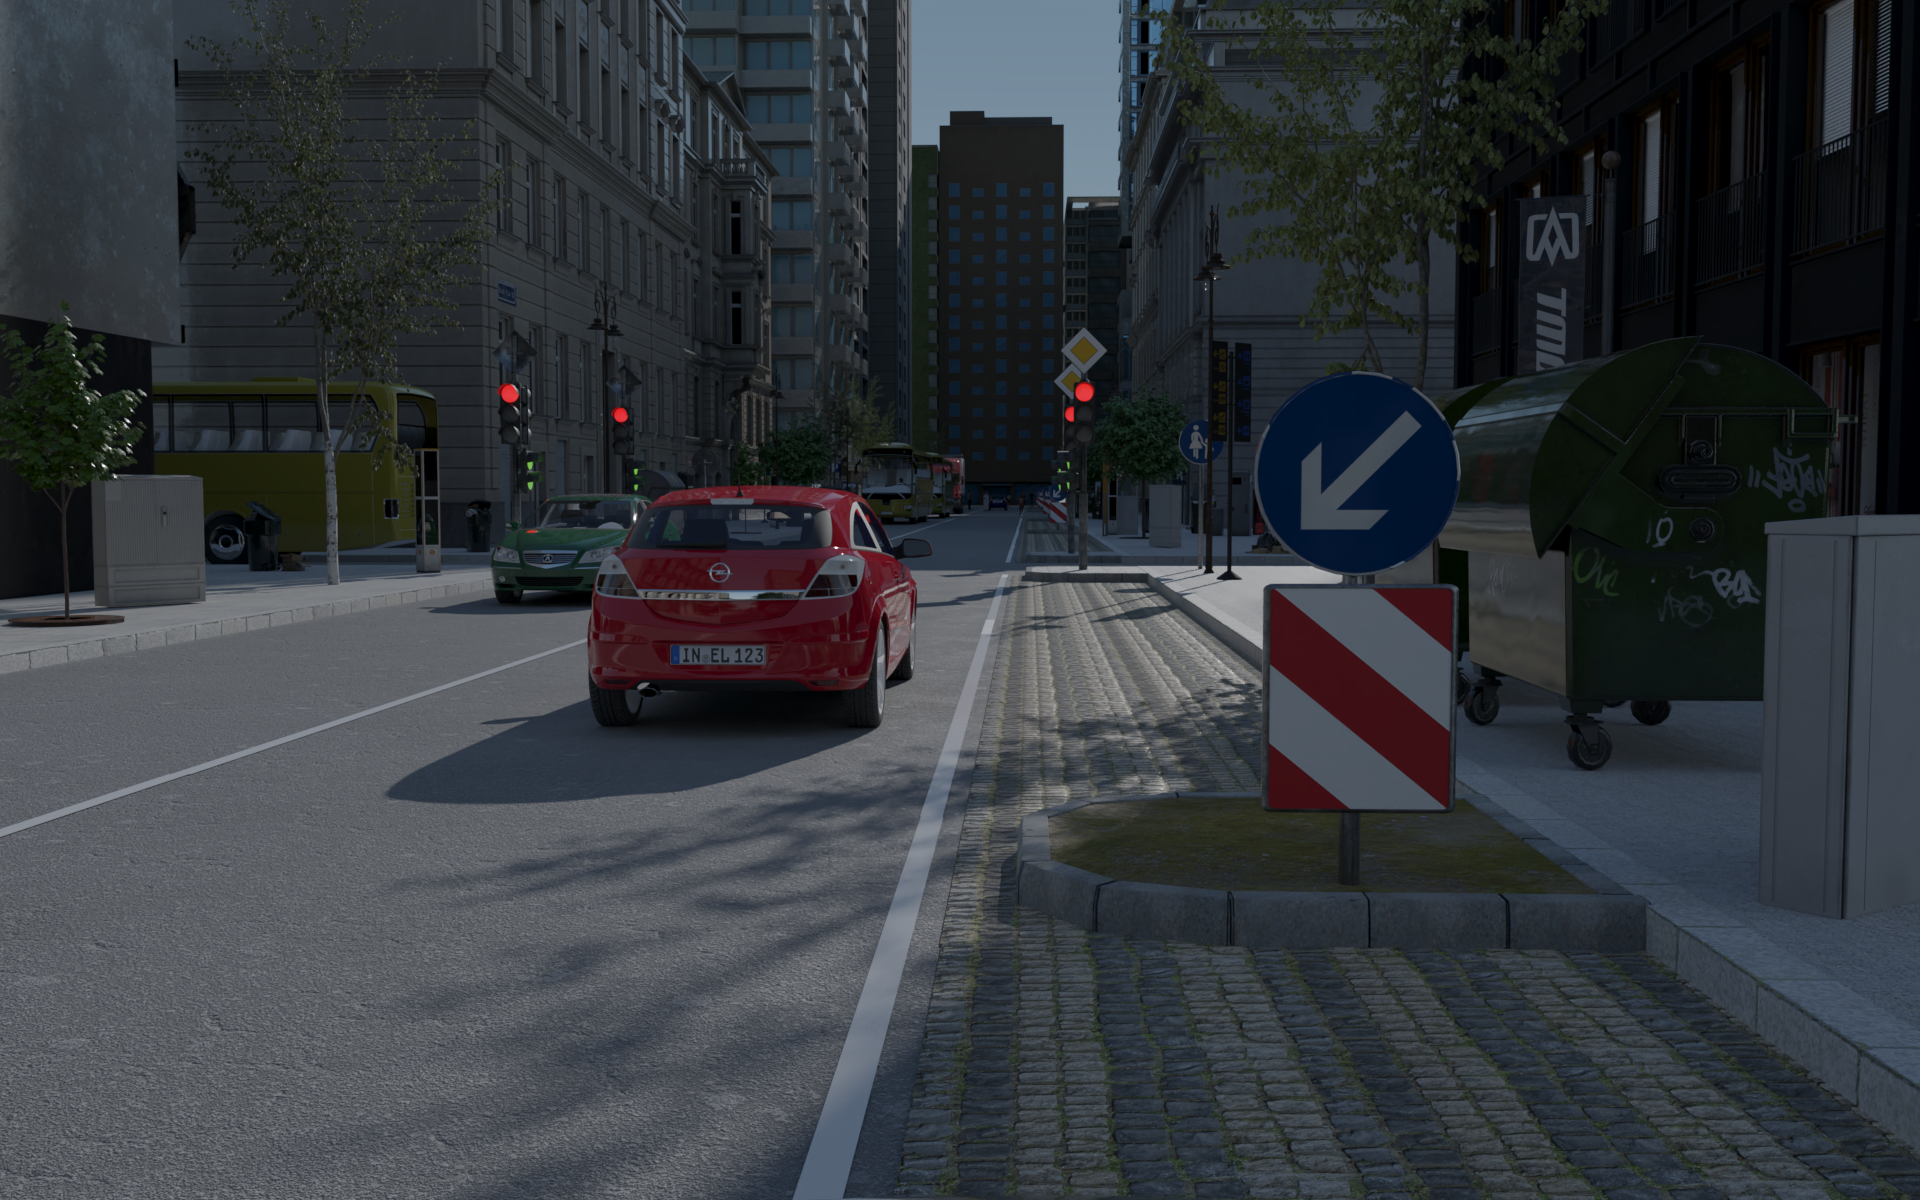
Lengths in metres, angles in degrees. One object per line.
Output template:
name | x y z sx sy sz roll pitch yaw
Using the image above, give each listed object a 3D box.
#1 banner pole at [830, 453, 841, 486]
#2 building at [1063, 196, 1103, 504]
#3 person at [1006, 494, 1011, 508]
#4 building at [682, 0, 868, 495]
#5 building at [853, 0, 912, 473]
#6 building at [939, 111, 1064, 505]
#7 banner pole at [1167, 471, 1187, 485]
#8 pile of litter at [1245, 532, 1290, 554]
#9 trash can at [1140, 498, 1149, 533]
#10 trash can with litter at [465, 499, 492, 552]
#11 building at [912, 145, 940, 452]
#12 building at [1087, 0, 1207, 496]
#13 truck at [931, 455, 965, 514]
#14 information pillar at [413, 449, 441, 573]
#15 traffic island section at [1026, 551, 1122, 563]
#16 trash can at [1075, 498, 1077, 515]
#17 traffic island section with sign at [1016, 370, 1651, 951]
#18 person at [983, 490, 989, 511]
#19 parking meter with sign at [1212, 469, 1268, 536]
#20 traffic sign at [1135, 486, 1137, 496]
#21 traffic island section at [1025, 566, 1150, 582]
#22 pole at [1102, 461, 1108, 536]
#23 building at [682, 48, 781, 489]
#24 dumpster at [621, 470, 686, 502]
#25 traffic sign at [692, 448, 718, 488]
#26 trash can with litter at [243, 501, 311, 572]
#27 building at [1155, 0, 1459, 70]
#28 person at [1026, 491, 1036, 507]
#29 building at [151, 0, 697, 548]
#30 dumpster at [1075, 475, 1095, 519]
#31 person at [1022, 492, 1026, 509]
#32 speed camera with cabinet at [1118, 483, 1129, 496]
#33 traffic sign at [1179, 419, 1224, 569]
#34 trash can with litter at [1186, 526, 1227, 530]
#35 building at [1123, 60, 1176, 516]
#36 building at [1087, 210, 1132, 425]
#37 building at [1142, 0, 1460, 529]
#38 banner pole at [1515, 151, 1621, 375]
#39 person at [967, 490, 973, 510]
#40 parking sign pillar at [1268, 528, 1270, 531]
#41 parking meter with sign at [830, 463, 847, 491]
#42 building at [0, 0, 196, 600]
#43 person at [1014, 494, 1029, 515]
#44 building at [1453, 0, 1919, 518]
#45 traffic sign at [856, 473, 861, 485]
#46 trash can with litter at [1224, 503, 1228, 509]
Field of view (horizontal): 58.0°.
banner pole | -7.091 -6.593 97.808 0.863 3.779 0.401 0 4 0
building | 24.412 -31.874 213.023 23.993 40.220 32.217 0 4 2
person | 4.985 -10.129 177.292 0.799 1.438 0.628 1 4 22
building | -18.686 -31.086 127.872 23.786 49.044 30.456 0 4 2
building | -15.694 -45.049 174.801 20.611 71.187 20.563 0 4 2
building | 5.013 -33.975 205.607 14.200 45.320 14.600 0 4 2
banner pole | 7.428 -4.268 59.801 0.863 3.779 0.401 1 4 9
pile of litter | 7.065 -1.437 37.468 1.719 0.858 1.176 1 4 16
trash can | 6.312 -2.787 57.223 0.748 1.137 0.748 0 3 0
trash can with litter | -10.752 -1.649 38.347 0.624 1.170 1.055 -2 4 -31
building | -9.133 -31.947 205.923 14.086 41.232 14.154 0 4 2
building | 22.994 -51.424 153.456 22.319 86.520 31.000 0 4 2
truck | -1.024 -8.361 125.622 2.839 4.237 11.283 0 4 2
information pillar | -8.665 -1.449 28.182 0.304 2.012 0.304 -3 5 -42
traffic island section | 2.424 -0.921 37.347 2.009 0.180 2.903 0 4 2
trash can | 6.959 -5.472 101.115 0.748 1.137 0.748 0 3 0
traffic island section with sign | 1.207 0.138 6.379 1.989 1.847 2.006 0 4 2
person | 2.174 -8.328 145.329 0.551 1.740 0.621 -1 4 -13
parking meter with sign | 8.526 -3.456 52.771 1.738 3.016 0.543 1 4 19
traffic sign | 5.616 -3.374 55.271 0.768 2.556 0.104 1 4 10
traffic island section | 2.108 -0.433 29.368 2.009 0.180 2.903 0 4 2
pole | 4.424 -3.598 52.673 0.158 3.312 0.155 0 3 0
building | -16.537 -16.108 82.456 14.460 24.649 34.723 0 4 2
dumpster | -7.461 -2.226 42.147 1.264 1.857 1.865 0 4 2
traffic sign | -7.131 -2.954 48.398 0.768 2.556 0.104 1 4 8
trash can with litter | -11.385 -1.072 28.910 1.055 1.170 0.624 0 4 4
building | 27.403 -26.620 127.120 32.217 40.220 23.993 0 4 2
person | 7.437 -10.499 180.682 1.217 1.766 0.721 -2 4 -32
building | -16.334 -15.610 52.486 12.463 27.353 25.104 0 4 2
dumpster | 6.632 -5.377 90.411 1.502 2.255 1.985 0 4 2
person | 6.158 -9.541 165.966 0.415 1.643 0.593 0 4 2
speed camera with cabinet | 7.202 -5.199 79.334 0.660 3.252 2.038 1 4 21
traffic sign | 4.120 -1.804 29.608 0.768 2.556 0.104 0 4 8
trash can with litter | 8.710 -3.149 62.547 1.678 1.210 2.233 0 4 1
building | 16.232 -18.470 99.240 12.463 27.353 25.104 0 4 2
building | 19.959 -24.839 177.816 14.160 30.474 14.107 0 4 2
building | 15.304 -14.252 74.816 13.314 21.916 24.055 0 4 2
banner pole | 4.538 -1.396 12.837 0.863 3.779 0.401 1 4 21
person | 0.902 -9.048 156.437 0.705 1.823 1.348 1 4 17
parking sign pillar | 11.083 -4.362 59.787 1.447 3.967 1.447 0 4 5
parking meter with sign | -6.556 -6.094 95.906 0.543 3.016 1.738 -2 4 -32
building | -20.009 -9.291 19.353 16.811 18.784 16.820 0 4 2
person | 4.172 -6.481 117.729 1.065 1.426 0.557 1 4 18
building | 13.316 -11.494 17.605 12.332 23.373 15.834 0 4 2
traffic sign | -5.680 -6.181 101.163 0.768 2.556 0.104 1 4 8
trash can with litter | 9.107 -2.768 56.643 0.624 1.170 1.055 2 4 32
